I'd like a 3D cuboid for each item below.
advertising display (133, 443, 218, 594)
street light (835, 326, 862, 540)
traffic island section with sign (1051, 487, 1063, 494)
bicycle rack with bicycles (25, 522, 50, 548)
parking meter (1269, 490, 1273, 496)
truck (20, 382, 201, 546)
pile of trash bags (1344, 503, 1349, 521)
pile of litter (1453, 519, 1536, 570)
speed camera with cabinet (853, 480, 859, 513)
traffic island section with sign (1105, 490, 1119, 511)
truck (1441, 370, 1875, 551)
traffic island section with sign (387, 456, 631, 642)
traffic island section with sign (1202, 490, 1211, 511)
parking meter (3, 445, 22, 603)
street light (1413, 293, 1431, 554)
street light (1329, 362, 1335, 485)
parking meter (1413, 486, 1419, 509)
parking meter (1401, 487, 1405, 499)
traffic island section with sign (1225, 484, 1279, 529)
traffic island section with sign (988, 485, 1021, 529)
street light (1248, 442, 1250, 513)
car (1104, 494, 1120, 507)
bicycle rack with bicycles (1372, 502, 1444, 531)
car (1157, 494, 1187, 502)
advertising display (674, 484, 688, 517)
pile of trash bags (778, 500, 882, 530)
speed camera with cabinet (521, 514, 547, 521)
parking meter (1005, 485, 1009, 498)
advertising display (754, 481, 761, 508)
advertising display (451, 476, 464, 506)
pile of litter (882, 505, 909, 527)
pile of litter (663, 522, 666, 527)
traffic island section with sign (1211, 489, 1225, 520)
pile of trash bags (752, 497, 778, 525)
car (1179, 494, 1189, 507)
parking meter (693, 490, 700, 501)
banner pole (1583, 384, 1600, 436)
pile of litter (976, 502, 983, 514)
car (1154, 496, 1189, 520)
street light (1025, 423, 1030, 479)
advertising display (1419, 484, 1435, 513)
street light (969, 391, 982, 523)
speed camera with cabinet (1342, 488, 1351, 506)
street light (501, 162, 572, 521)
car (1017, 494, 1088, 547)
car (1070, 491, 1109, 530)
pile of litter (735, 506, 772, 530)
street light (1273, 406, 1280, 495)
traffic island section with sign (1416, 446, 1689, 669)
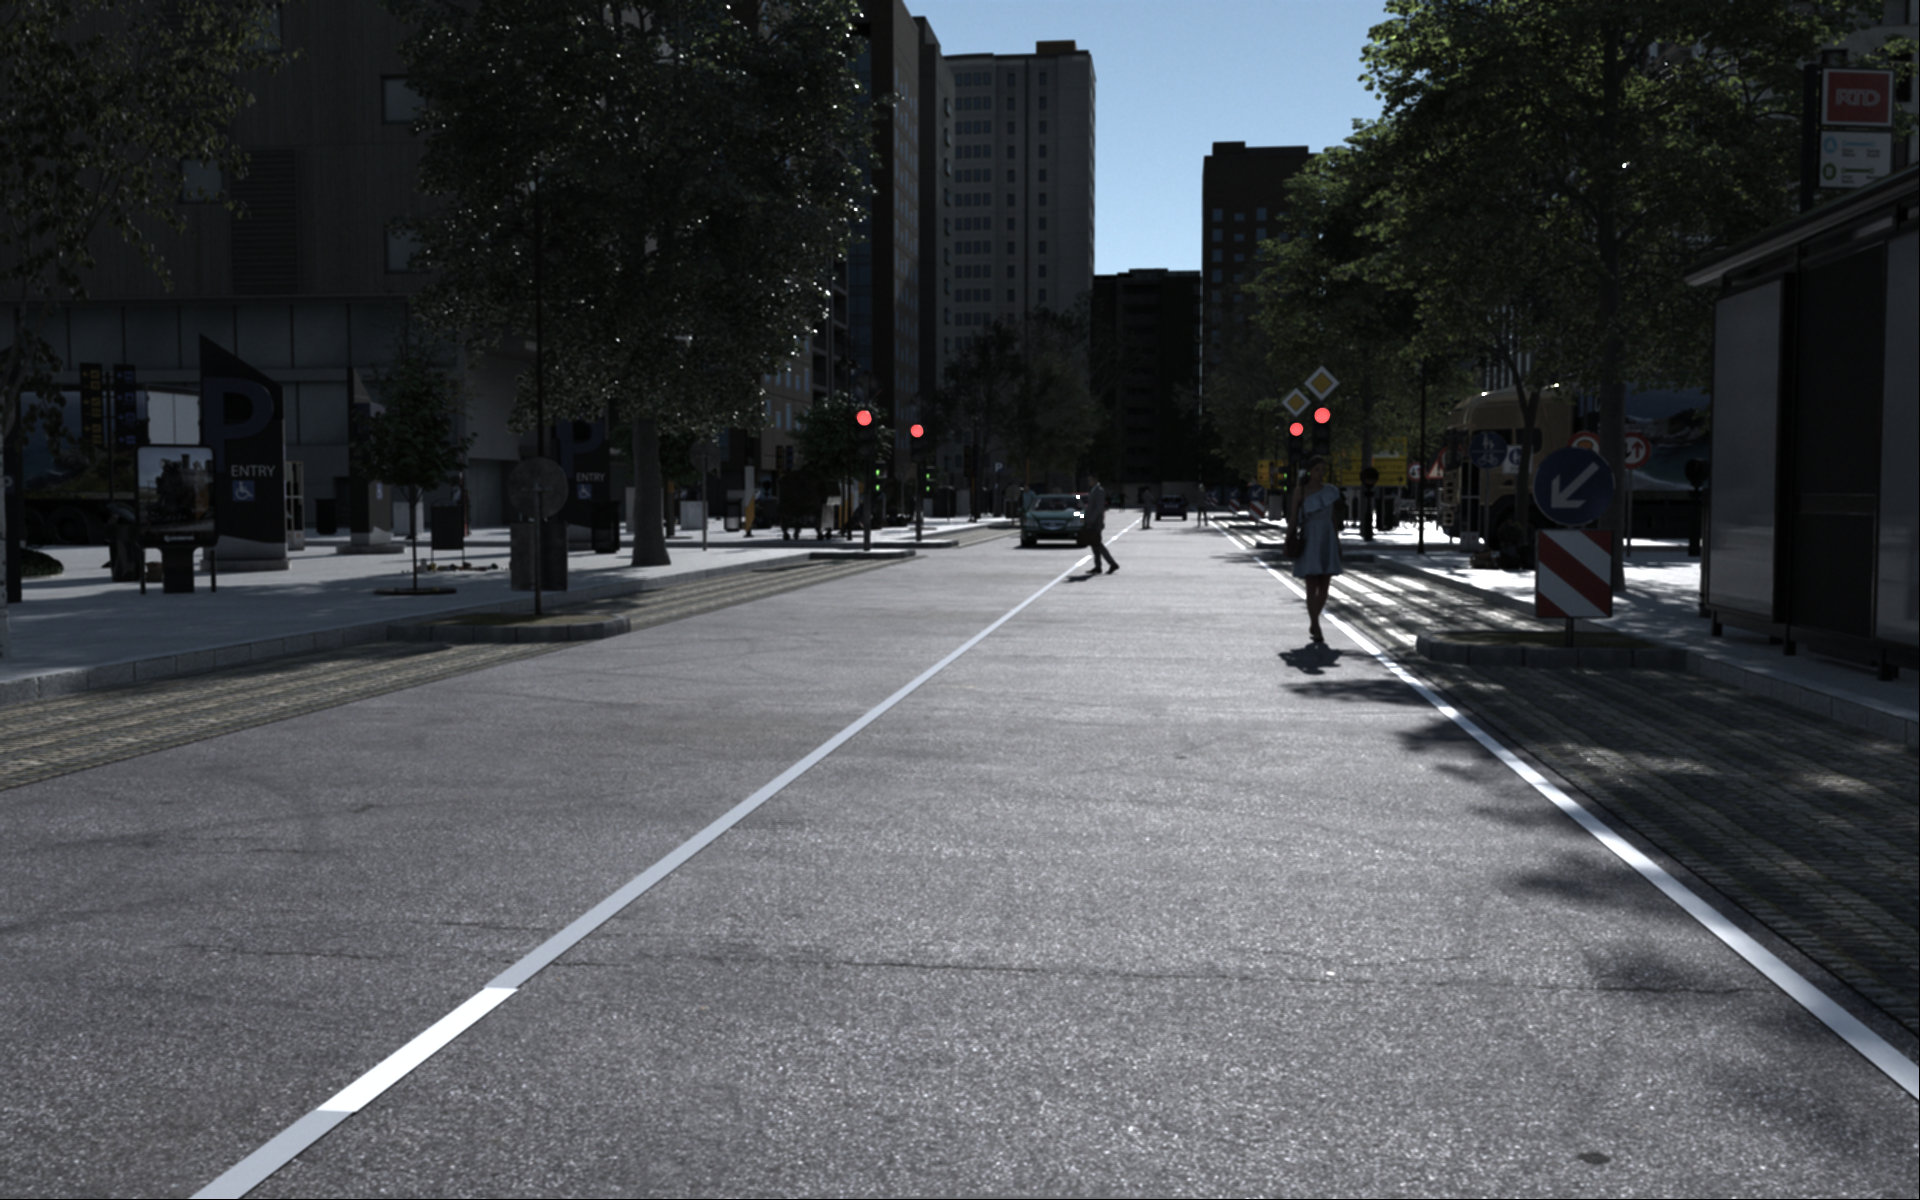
[{"bbox_3d":[-10.122,-1.050,22.374,0.974,1.923,0.123,-2,4,-35],"label":"advertising display"},{"bbox_3d":[-3.058,-4.588,47.798,0.468,5.910,1.993,0,4,7],"label":"street light"},{"bbox_3d":[5.552,-5.485,98.308,1.989,1.847,2.006,0,4,7],"label":"traffic island section with sign"},{"bbox_3d":[-22.686,-1.604,39.611,2.925,0.926,2.852,-1,4,-16],"label":"bicycle rack with bicycles"},{"bbox_3d":[19.097,-6.155,106.343,0.255,1.863,0.399,1,4,9],"label":"parking meter"},{"bbox_3d":[-25.738,-3.453,45.371,11.283,4.237,2.839,0,4,8],"label":"truck"},{"bbox_3d":[18.305,-4.557,84.257,3.447,1.369,1.912,-2,4,-30],"label":"pile of trash bags"},{"bbox_3d":[9.314,-0.969,29.815,1.719,0.858,1.176,0,4,4],"label":"pile of litter"},{"bbox_3d":[-4.233,-4.672,70.715,0.660,3.252,2.038,-1,4,-11],"label":"speed camera with cabinet"},{"bbox_3d":[15.070,-10.174,174.974,1.989,1.847,2.006,0,4,7],"label":"traffic island section with sign"},{"bbox_3d":[16.493,-3.155,40.502,11.283,4.237,2.839,0,4,6],"label":"truck"},{"bbox_3d":[-4.456,-0.549,17.597,1.989,1.847,2.006,0,4,7],"label":"traffic island section with sign"},{"bbox_3d":[21.411,-8.452,146.825,1.989,1.847,2.006,0,4,7],"label":"traffic island section with sign"},{"bbox_3d":[-11.276,-0.893,20.313,0.255,1.863,0.399,1,4,20],"label":"parking meter"},{"bbox_3d":[9.943,-3.939,37.184,0.468,5.910,1.993,0,4,7],"label":"street light"},{"bbox_3d":[12.694,-5.289,59.269,0.468,5.910,1.993,0,4,7],"label":"street light"},{"bbox_3d":[31.320,-6.928,118.978,0.399,1.863,0.255,2,4,29],"label":"parking meter"},{"bbox_3d":[27.008,-6.131,105.949,0.399,1.863,0.255,2,4,32],"label":"parking meter"},{"bbox_3d":[11.972,-3.795,70.681,1.989,1.847,2.006,0,4,7],"label":"traffic island section with sign"},{"bbox_3d":[2.224,-3.843,71.466,1.989,1.847,2.006,0,4,7],"label":"traffic island section with sign"},{"bbox_3d":[19.902,-8.942,118.994,0.468,5.910,1.993,0,4,7],"label":"street light"},{"bbox_3d":[16.901,-11.176,191.529,1.959,1.807,4.718,0,4,7],"label":"car"},{"bbox_3d":[15.810,-2.978,62.080,2.852,0.926,2.925,-1,4,-21],"label":"bicycle rack with bicycles"},{"bbox_3d":[14.246,-6.524,116.451,2.009,1.686,4.222,1,4,8],"label":"car"},{"bbox_3d":[-15.685,-5.613,96.987,0.974,1.923,0.123,-3,5,-40],"label":"advertising display"},{"bbox_3d":[-4.464,-3.215,62.321,3.447,1.369,1.912,2,4,27],"label":"pile of trash bags"},{"bbox_3d":[-14.270,-3.936,58.687,0.660,3.252,2.038,-3,4,-36],"label":"speed camera with cabinet"},{"bbox_3d":[3.027,-6.259,108.050,0.399,1.863,0.255,3,4,36],"label":"parking meter"},{"bbox_3d":[-10.280,-5.018,87.260,0.123,1.923,0.974,1,4,20],"label":"advertising display"},{"bbox_3d":[-18.046,-3.486,62.210,0.123,1.923,0.974,-3,4,-37],"label":"advertising display"},{"bbox_3d":[-2.767,-3.269,67.412,1.719,0.858,1.176,-1,4,-19],"label":"pile of litter"},{"bbox_3d":[-12.245,-3.341,68.583,1.719,0.858,1.176,3,5,40],"label":"pile of litter"},{"bbox_3d":[15.306,-5.440,97.573,1.989,1.847,2.006,0,4,7],"label":"traffic island section with sign"},{"bbox_3d":[-7.269,-3.866,72.969,1.912,1.369,3.447,2,4,27],"label":"pile of trash bags"},{"bbox_3d":[18.100,-8.243,144.561,2.009,1.686,4.222,0,4,6],"label":"car"},{"bbox_3d":[-14.750,-5.424,97.096,0.372,1.533,0.369,0,3,0],"label":"parking meter"},{"bbox_3d":[13.296,-2.830,36.281,0.401,3.779,0.863,-3,5,-43],"label":"banner pole"},{"bbox_3d":[0.892,-6.049,112.871,1.176,0.858,1.719,0,4,-7],"label":"pile of litter"},{"bbox_3d":[11.678,-5.080,95.637,1.945,1.354,3.894,0,4,7],"label":"car"},{"bbox_3d":[4.250,-8.204,106.928,0.468,5.910,1.993,0,4,7],"label":"street light"},{"bbox_3d":[28.672,-6.186,106.353,0.974,1.923,0.123,1,4,9],"label":"advertising display"},{"bbox_3d":[0.680,-6.405,77.507,0.468,5.910,1.993,0,4,7],"label":"street light"},{"bbox_3d":[21.974,-6.316,97.595,0.660,3.252,2.038,2,4,27],"label":"speed camera with cabinet"},{"bbox_3d":[-5.965,-3.168,24.586,0.468,5.910,1.993,0,4,7],"label":"street light"},{"bbox_3d":[2.707,-2.229,48.242,2.131,1.459,4.920,0,4,6],"label":"car"},{"bbox_3d":[4.963,-3.751,70.370,2.155,1.783,4.494,0,4,6],"label":"car"},{"bbox_3d":[-7.594,-3.024,63.415,1.176,0.858,1.719,3,5,44],"label":"pile of litter"},{"bbox_3d":[16.361,-7.143,89.570,0.468,5.910,1.993,0,4,7],"label":"street light"},{"bbox_3d":[5.085,-0.400,15.172,1.989,1.847,2.006,0,4,7],"label":"traffic island section with sign"}]
